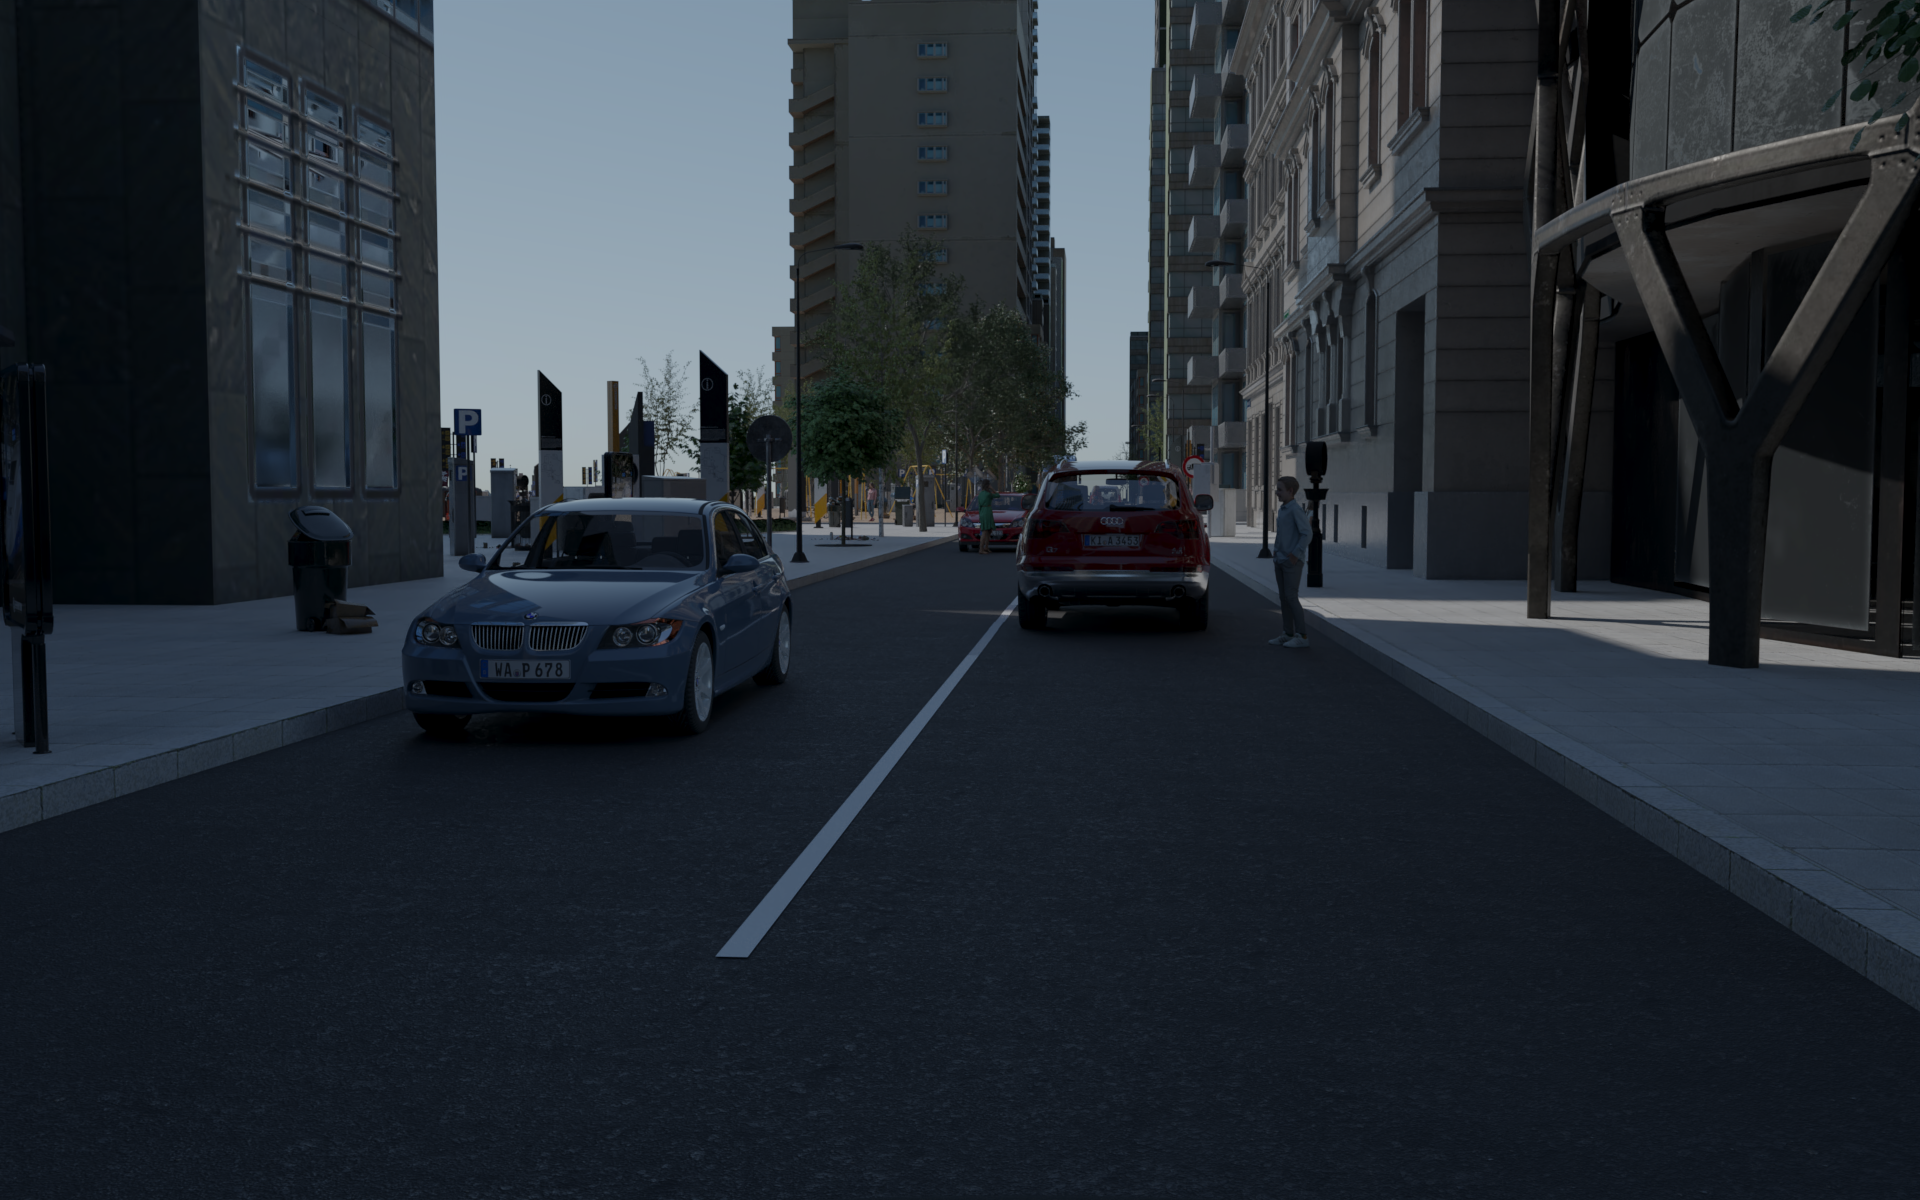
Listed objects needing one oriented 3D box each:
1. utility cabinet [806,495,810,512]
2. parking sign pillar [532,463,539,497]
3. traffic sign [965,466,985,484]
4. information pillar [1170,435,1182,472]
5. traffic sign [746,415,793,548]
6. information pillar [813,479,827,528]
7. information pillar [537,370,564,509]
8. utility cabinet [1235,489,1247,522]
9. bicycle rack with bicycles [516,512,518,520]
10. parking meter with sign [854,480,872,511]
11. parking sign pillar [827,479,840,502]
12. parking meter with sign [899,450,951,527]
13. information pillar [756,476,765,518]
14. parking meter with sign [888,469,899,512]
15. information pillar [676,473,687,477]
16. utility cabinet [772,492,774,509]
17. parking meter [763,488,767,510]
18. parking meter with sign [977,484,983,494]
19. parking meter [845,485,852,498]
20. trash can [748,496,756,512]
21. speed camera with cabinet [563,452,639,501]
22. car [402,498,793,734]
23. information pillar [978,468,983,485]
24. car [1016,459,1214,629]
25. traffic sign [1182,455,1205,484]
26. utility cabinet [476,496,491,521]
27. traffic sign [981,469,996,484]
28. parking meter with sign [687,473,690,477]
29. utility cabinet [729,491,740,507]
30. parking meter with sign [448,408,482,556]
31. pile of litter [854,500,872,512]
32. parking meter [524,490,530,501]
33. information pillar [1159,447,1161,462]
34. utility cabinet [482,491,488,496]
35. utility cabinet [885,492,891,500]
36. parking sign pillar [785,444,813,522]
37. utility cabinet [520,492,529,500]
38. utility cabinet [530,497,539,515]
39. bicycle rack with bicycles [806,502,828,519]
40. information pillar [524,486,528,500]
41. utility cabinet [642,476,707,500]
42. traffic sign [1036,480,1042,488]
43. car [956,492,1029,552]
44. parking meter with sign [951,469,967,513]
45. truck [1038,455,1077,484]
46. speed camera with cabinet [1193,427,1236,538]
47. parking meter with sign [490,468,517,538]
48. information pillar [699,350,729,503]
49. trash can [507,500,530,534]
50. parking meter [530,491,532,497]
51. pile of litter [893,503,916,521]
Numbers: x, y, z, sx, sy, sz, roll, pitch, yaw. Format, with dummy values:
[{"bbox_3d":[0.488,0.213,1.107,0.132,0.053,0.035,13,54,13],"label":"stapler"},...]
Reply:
[{"bbox_3d":[-11.070,-6.794,122.239,1.020,1.237,0.306,3,4,39],"label":"utility cabinet"},{"bbox_3d":[-27.474,-7.671,113.887,1.447,3.967,1.447,3,5,44],"label":"parking sign pillar"},{"bbox_3d":[0.602,-4.221,71.206,0.795,2.593,0.064,0,4,5],"label":"traffic sign"},{"bbox_3d":[8.543,-4.711,68.381,0.504,3.616,0.183,2,4,32],"label":"information pillar"},{"bbox_3d":[-3.068,-1.697,27.845,0.768,2.556,0.104,1,4,10],"label":"traffic sign"},{"bbox_3d":[-5.231,-4.492,64.804,0.504,3.616,0.183,1,4,21],"label":"information pillar"},{"bbox_3d":[-7.775,-2.538,32.855,0.504,3.616,0.183,-3,5,-41],"label":"information pillar"},{"bbox_3d":[12.843,-4.305,79.069,1.173,1.500,0.318,-2,4,-31],"label":"utility cabinet"},{"bbox_3d":[-17.436,-3.486,70.379,2.852,0.926,2.925,0,4,1],"label":"bicycle rack with bicycles"},{"bbox_3d":[-7.228,-8.109,128.847,1.738,3.016,0.543,3,5,39],"label":"parking meter with sign"},{"bbox_3d":[-10.581,-9.647,146.196,1.447,3.967,1.447,2,4,26],"label":"parking sign pillar"},{"bbox_3d":[-1.379,-4.391,68.049,1.738,3.016,0.543,-1,4,-16],"label":"parking meter with sign"},{"bbox_3d":[-10.818,-6.267,93.815,0.504,3.616,0.183,2,4,33],"label":"information pillar"},{"bbox_3d":[-4.491,-7.651,121.354,0.543,3.016,1.738,-2,4,-32],"label":"parking meter with sign"},{"bbox_3d":[-9.781,-3.451,60.913,0.304,2.012,0.304,0,4,7],"label":"information pillar"},{"bbox_3d":[-16.528,-8.591,149.144,0.318,1.500,1.173,2,4,32],"label":"utility cabinet"},{"bbox_3d":[-15.934,-8.326,141.835,0.399,1.863,0.255,2,4,23],"label":"parking meter"},{"bbox_3d":[1.605,-8.356,132.877,0.543,3.016,1.738,2,4,30],"label":"parking meter with sign"},{"bbox_3d":[-6.922,-6.232,107.606,0.399,1.863,0.255,-3,5,-43],"label":"parking meter"},{"bbox_3d":[-14.549,-6.680,120.874,0.748,1.137,0.748,0,3,0],"label":"trash can"},{"bbox_3d":[-7.746,-2.639,37.485,0.660,3.252,2.038,2,4,24],"label":"speed camera with cabinet"},{"bbox_3d":[-2.276,0.005,11.913,2.014,1.417,4.499,0,4,4],"label":"car"},{"bbox_3d":[1.805,-9.713,150.161,0.504,3.616,0.183,0,4,-5],"label":"information pillar"},{"bbox_3d":[1.795,-0.690,19.958,2.281,1.827,5.304,0,4,6],"label":"car"},{"bbox_3d":[7.626,-3.447,56.471,0.768,2.556,0.104,0,4,8],"label":"traffic sign"},{"bbox_3d":[-16.954,-3.053,61.077,1.020,1.237,0.306,-1,4,-12],"label":"utility cabinet"},{"bbox_3d":[1.256,-4.708,79.164,0.795,2.593,0.064,0,4,5],"label":"traffic sign"},{"bbox_3d":[-21.827,-8.976,143.017,1.738,3.016,0.543,-3,5,-44],"label":"parking meter with sign"},{"bbox_3d":[-15.185,-6.522,115.313,0.318,1.500,1.173,3,5,39],"label":"utility cabinet"},{"bbox_3d":[-10.380,-2.438,36.117,0.543,3.016,1.738,-2,4,-25],"label":"parking meter with sign"},{"bbox_3d":[-7.142,-6.803,125.187,1.719,0.858,1.176,-1,4,-11],"label":"pile of litter"},{"bbox_3d":[-29.330,-6.620,116.641,0.372,1.533,0.369,0,3,0],"label":"parking meter"},{"bbox_3d":[9.989,-5.823,86.563,0.183,3.616,0.504,1,4,12],"label":"information pillar"},{"bbox_3d":[-31.976,-6.510,115.110,1.173,1.500,0.318,0,4,-2],"label":"utility cabinet"},{"bbox_3d":[-6.112,-8.932,154.710,1.173,1.500,0.318,-2,4,-25],"label":"utility cabinet"},{"bbox_3d":[-7.639,-5.667,81.133,1.447,3.967,1.447,-2,4,-26],"label":"parking sign pillar"},{"bbox_3d":[-38.801,-8.947,154.955,1.173,1.500,0.318,1,4,12],"label":"utility cabinet"},{"bbox_3d":[-8.964,-1.658,38.264,1.020,1.237,0.306,1,4,15],"label":"utility cabinet"},{"bbox_3d":[-7.203,-4.753,91.089,2.925,0.926,2.852,3,5,45],"label":"bicycle rack with bicycles"},{"bbox_3d":[-38.085,-9.025,152.049,0.304,2.012,0.304,-2,4,-32],"label":"information pillar"},{"bbox_3d":[-3.496,-0.775,21.348,0.318,1.500,1.173,1,4,17],"label":"utility cabinet"},{"bbox_3d":[6.888,-9.108,149.024,0.768,2.556,0.104,0,4,8],"label":"traffic sign"},{"bbox_3d":[1.016,-2.165,44.439,2.155,1.783,4.494,0,4,7],"label":"car"},{"bbox_3d":[-0.306,-7.565,119.944,1.738,3.016,0.543,3,5,44],"label":"parking meter with sign"},{"bbox_3d":[7.393,-8.361,126.463,2.967,4.110,18.799,0,4,4],"label":"truck"},{"bbox_3d":[7.578,-3.495,51.486,0.660,3.252,2.038,2,4,30],"label":"speed camera with cabinet"},{"bbox_3d":[-13.296,-3.314,50.452,1.738,3.016,0.543,0,4,-6],"label":"parking meter with sign"},{"bbox_3d":[-4.001,-2.250,28.140,0.504,3.616,0.183,1,4,14],"label":"information pillar"},{"bbox_3d":[-9.860,-1.685,39.210,0.748,1.137,0.748,0,3,0],"label":"trash can"},{"bbox_3d":[-30.509,-7.029,123.332,0.372,1.533,0.369,0,3,0],"label":"parking meter"},{"bbox_3d":[-2.564,-4.310,84.437,1.176,0.858,1.719,-2,4,-27],"label":"pile of litter"}]
